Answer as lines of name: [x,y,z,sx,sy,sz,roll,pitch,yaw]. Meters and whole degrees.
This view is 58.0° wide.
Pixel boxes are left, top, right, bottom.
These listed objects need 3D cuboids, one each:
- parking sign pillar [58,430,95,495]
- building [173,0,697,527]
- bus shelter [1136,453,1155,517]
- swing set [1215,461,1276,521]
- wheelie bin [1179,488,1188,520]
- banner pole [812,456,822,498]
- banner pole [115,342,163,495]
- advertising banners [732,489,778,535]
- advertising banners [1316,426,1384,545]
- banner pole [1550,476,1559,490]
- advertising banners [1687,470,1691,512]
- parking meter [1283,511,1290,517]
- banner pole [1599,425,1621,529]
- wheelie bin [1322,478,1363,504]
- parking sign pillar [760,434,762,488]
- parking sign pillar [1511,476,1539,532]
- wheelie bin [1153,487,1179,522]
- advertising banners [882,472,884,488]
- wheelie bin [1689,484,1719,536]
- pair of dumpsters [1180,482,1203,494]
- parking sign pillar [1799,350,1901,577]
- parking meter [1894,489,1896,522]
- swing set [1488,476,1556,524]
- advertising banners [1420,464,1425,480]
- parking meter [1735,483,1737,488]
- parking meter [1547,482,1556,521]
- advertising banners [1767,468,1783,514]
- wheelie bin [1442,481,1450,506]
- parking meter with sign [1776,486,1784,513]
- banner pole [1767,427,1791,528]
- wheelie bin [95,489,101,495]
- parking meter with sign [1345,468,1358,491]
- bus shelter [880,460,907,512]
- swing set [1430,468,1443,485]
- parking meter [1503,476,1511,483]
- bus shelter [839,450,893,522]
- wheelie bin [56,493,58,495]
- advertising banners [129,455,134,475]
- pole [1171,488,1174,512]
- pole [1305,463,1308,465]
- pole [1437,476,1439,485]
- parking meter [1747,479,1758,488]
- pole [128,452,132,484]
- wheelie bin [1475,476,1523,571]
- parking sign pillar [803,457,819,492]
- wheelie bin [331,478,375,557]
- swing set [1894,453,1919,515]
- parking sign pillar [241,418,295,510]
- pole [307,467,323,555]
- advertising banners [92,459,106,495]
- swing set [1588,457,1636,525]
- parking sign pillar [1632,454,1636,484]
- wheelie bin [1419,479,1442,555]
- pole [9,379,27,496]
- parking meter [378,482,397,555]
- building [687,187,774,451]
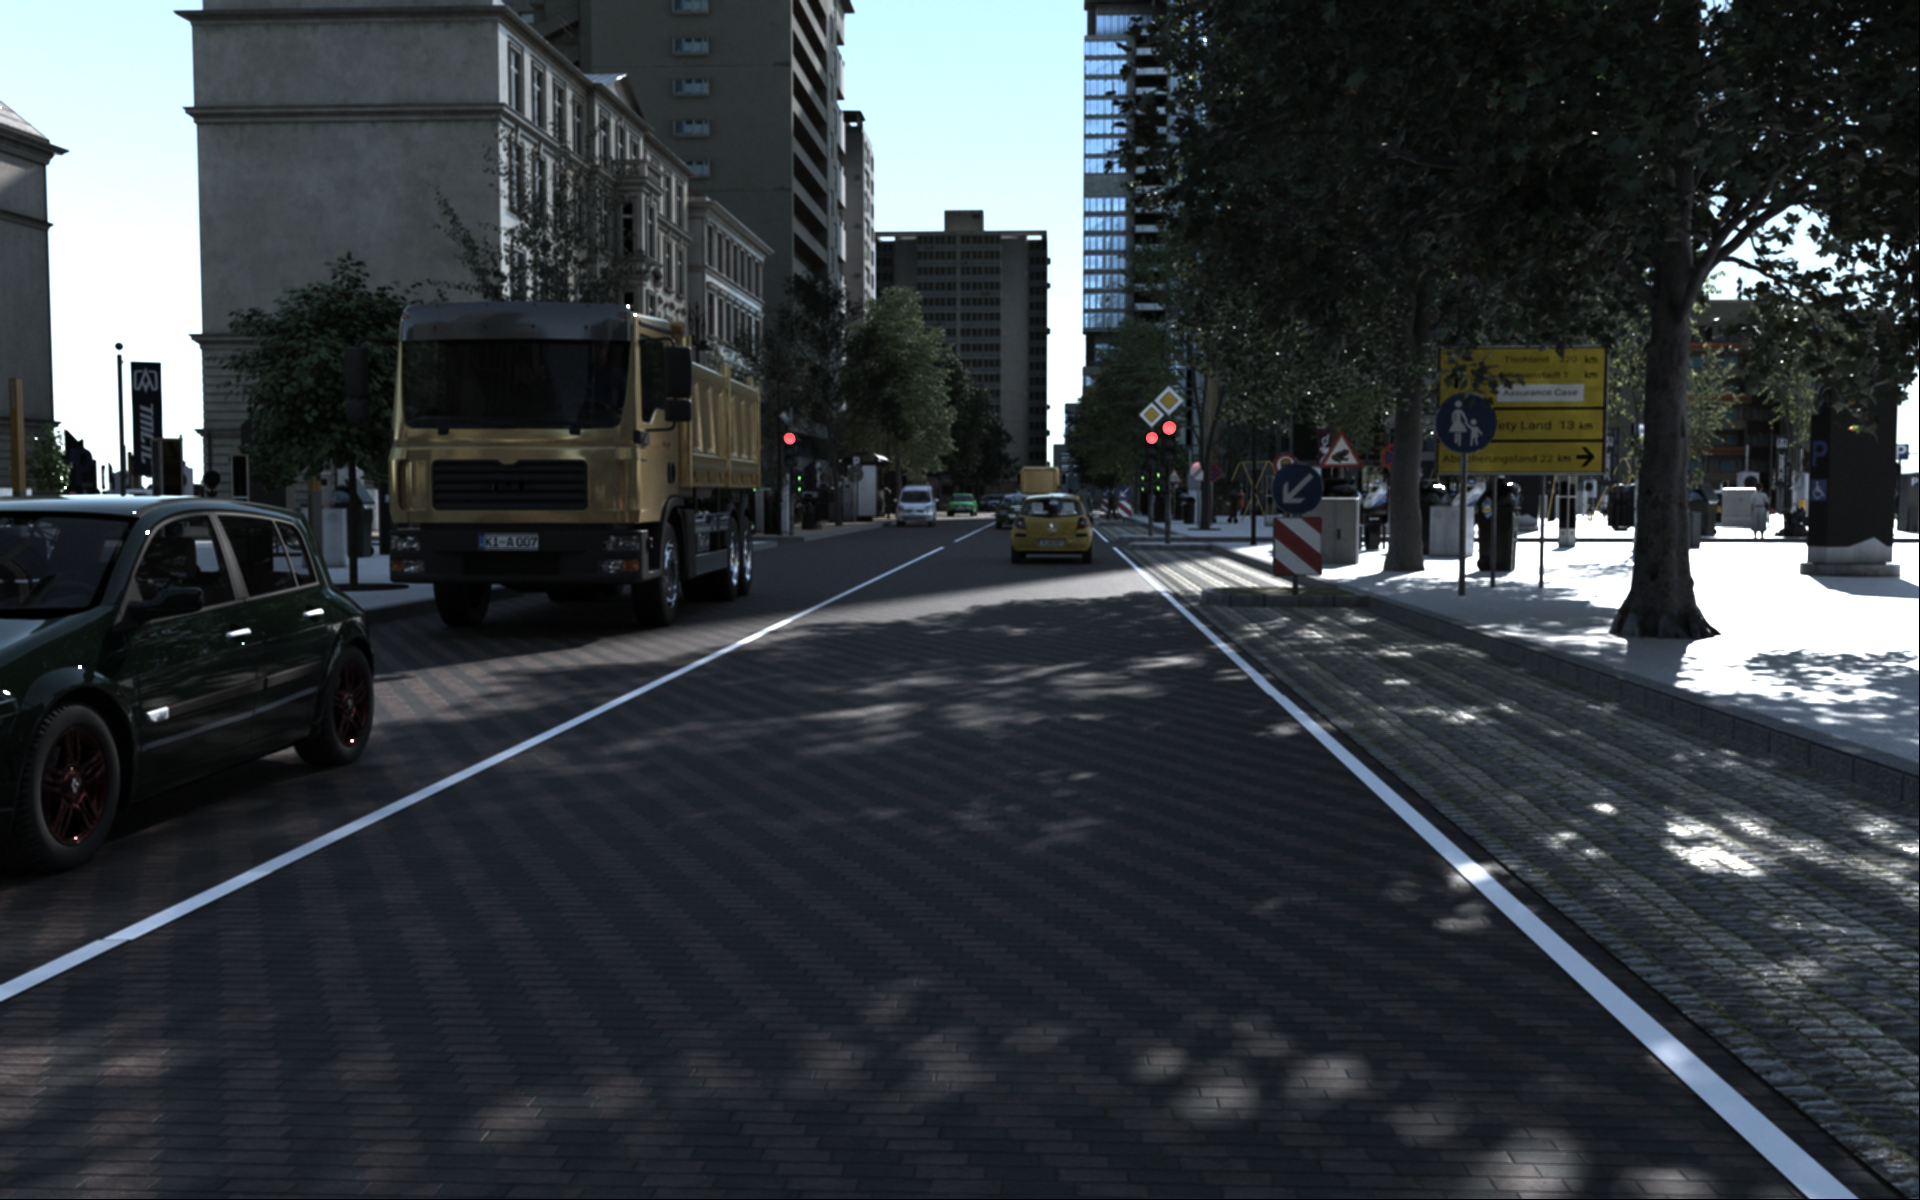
parking sign pillar: [-37.266,-5.193,73.373,1.447,3.967,1.447,1,4,10]
building: [-21.596,-16.131,82.831,14.460,24.649,34.723,0,4,3]
bus shelter: [11.278,-6.710,100.989,1.731,3.624,6.357,0,4,3]
swing set: [14.088,-5.235,83.207,2.862,2.851,3.119,-1,4,-18]
wheelie bin: [10.789,-4.717,85.025,0.980,1.594,0.693,3,4,36]
banner pole: [-9.490,-7.609,114.416,0.863,3.779,0.401,-2,4,-33]
banner pole: [-13.675,-2.372,28.802,0.863,3.779,0.401,-2,4,-29]
advertising banners: [-6.705,-3.590,54.885,2.074,3.025,0.090,0,4,5]
advertising banners: [9.995,-2.956,44.521,0.090,3.025,2.074,-3,5,-44]
banner pole: [41.463,-7.934,119.743,0.863,3.779,0.401,-1,4,-18]
advertising banners: [51.741,-7.735,122.647,0.090,3.025,2.074,1,4,8]
parking meter: [16.092,-4.865,85.253,0.255,1.863,0.399,2,4,32]
banner pole: [23.674,-4.460,62.932,0.863,3.779,0.401,1,4,8]
wheelie bin: [7.544,-1.618,34.355,0.980,1.594,0.693,-1,4,-13]
parking sign pillar: [-9.320,-5.457,77.694,1.447,3.967,1.447,1,4,16]
parking sign pillar: [19.177,-4.343,59.484,1.447,3.967,1.447,0,4,-1]
wheelie bin: [9.226,-4.332,78.739,0.980,1.594,0.693,-2,4,-23]
advertising banners: [-5.056,-7.330,116.030,0.090,3.025,2.074,-1,4,-9]
wheelie bin: [22.884,-2.780,53.367,0.980,1.594,0.693,-2,4,-35]
pair of dumpsters: [13.379,-5.897,98.915,1.574,2.255,4.437,0,4,3]
parking sign pillar: [14.130,-2.381,27.401,1.447,3.967,1.447,-1,4,-16]
parking meter: [36.915,-3.692,68.768,0.372,1.533,0.369,0,3,0]
swing set: [23.670,-4.562,72.202,3.119,2.851,2.862,0,4,0]
advertising banners: [27.729,-6.450,101.649,2.074,3.025,0.090,3,5,40]
parking meter: [41.635,-5.318,92.665,0.255,1.863,0.399,3,4,36]
parking meter: [28.158,-4.694,82.457,0.255,1.863,0.399,0,4,-4]
advertising banners: [54.989,-7.473,118.377,2.074,3.025,0.090,0,4,-1]
wheelie bin: [12.173,-2.153,43.114,0.693,1.594,0.980,0,4,-4]
parking meter with sign: [54.287,-7.239,114.619,0.543,3.016,1.738,1,4,21]
banner pole: [30.509,-4.567,64.694,0.863,3.779,0.401,0,4,5]
wheelie bin: [-50.378,-5.682,100.811,0.980,1.594,0.693,1,4,10]
parking meter with sign: [20.688,-5.669,88.946,1.738,3.016,0.543,2,4,25]
bus shelter: [-4.539,-8.049,122.884,1.731,3.624,6.357,0,4,3]
swing set: [29.680,-6.547,104.665,3.119,2.851,2.862,-2,4,-24]
parking meter: [13.242,-2.235,42.248,0.255,1.863,0.399,3,5,39]
bus shelter: [-4.461,-5.432,82.741,2.014,3.302,5.546,0,4,3]
wheelie bin: [-47.755,-5.132,91.822,0.693,1.594,0.980,2,4,27]
advertising banners: [-36.763,-5.045,78.674,0.090,3.025,2.074,2,4,29]
pole: [15.053,-7.882,122.714,0.158,3.312,0.155,0,3,0]
pole: [22.840,-7.369,114.321,0.158,3.312,0.155,0,3,0]
pole: [33.920,-7.896,122.943,0.158,3.312,0.155,0,3,0]
parking meter: [30.811,-3.774,67.409,0.399,1.863,0.255,-2,4,-35]
pole: [-39.877,-5.470,83.276,0.158,3.312,0.155,0,3,0]
wheelie bin: [9.052,-1.294,29.072,0.693,1.594,0.980,2,4,27]
parking sign pillar: [-10.908,-8.491,127.303,1.447,3.967,1.447,2,4,31]
wheelie bin: [-12.356,-1.671,35.224,0.693,1.594,0.980,0,4,4]
swing set: [35.321,-4.189,66.116,3.119,2.851,2.862,1,4,23]
parking sign pillar: [-18.319,-3.509,45.843,1.447,3.967,1.447,1,4,13]
pole: [-10.314,-2.068,27.651,0.158,3.312,0.155,0,3,0]
advertising banners: [-43.415,-5.626,88.178,0.090,3.025,2.074,3,4,37]
swing set: [28.478,-4.627,73.274,2.862,2.851,3.119,0,4,5]
parking sign pillar: [43.322,-7.494,110.993,1.447,3.967,1.447,2,4,25]
wheelie bin: [10.000,-1.862,38.358,0.693,1.594,0.980,-2,4,-25]
pole: [-16.678,-2.254,30.690,0.158,3.312,0.155,0,3,0]
parking meter: [-12.167,-1.739,36.844,0.372,1.533,0.369,0,3,0]
building: [-19.272,-16.791,110.695,11.583,22.565,21.152,0,4,3]
